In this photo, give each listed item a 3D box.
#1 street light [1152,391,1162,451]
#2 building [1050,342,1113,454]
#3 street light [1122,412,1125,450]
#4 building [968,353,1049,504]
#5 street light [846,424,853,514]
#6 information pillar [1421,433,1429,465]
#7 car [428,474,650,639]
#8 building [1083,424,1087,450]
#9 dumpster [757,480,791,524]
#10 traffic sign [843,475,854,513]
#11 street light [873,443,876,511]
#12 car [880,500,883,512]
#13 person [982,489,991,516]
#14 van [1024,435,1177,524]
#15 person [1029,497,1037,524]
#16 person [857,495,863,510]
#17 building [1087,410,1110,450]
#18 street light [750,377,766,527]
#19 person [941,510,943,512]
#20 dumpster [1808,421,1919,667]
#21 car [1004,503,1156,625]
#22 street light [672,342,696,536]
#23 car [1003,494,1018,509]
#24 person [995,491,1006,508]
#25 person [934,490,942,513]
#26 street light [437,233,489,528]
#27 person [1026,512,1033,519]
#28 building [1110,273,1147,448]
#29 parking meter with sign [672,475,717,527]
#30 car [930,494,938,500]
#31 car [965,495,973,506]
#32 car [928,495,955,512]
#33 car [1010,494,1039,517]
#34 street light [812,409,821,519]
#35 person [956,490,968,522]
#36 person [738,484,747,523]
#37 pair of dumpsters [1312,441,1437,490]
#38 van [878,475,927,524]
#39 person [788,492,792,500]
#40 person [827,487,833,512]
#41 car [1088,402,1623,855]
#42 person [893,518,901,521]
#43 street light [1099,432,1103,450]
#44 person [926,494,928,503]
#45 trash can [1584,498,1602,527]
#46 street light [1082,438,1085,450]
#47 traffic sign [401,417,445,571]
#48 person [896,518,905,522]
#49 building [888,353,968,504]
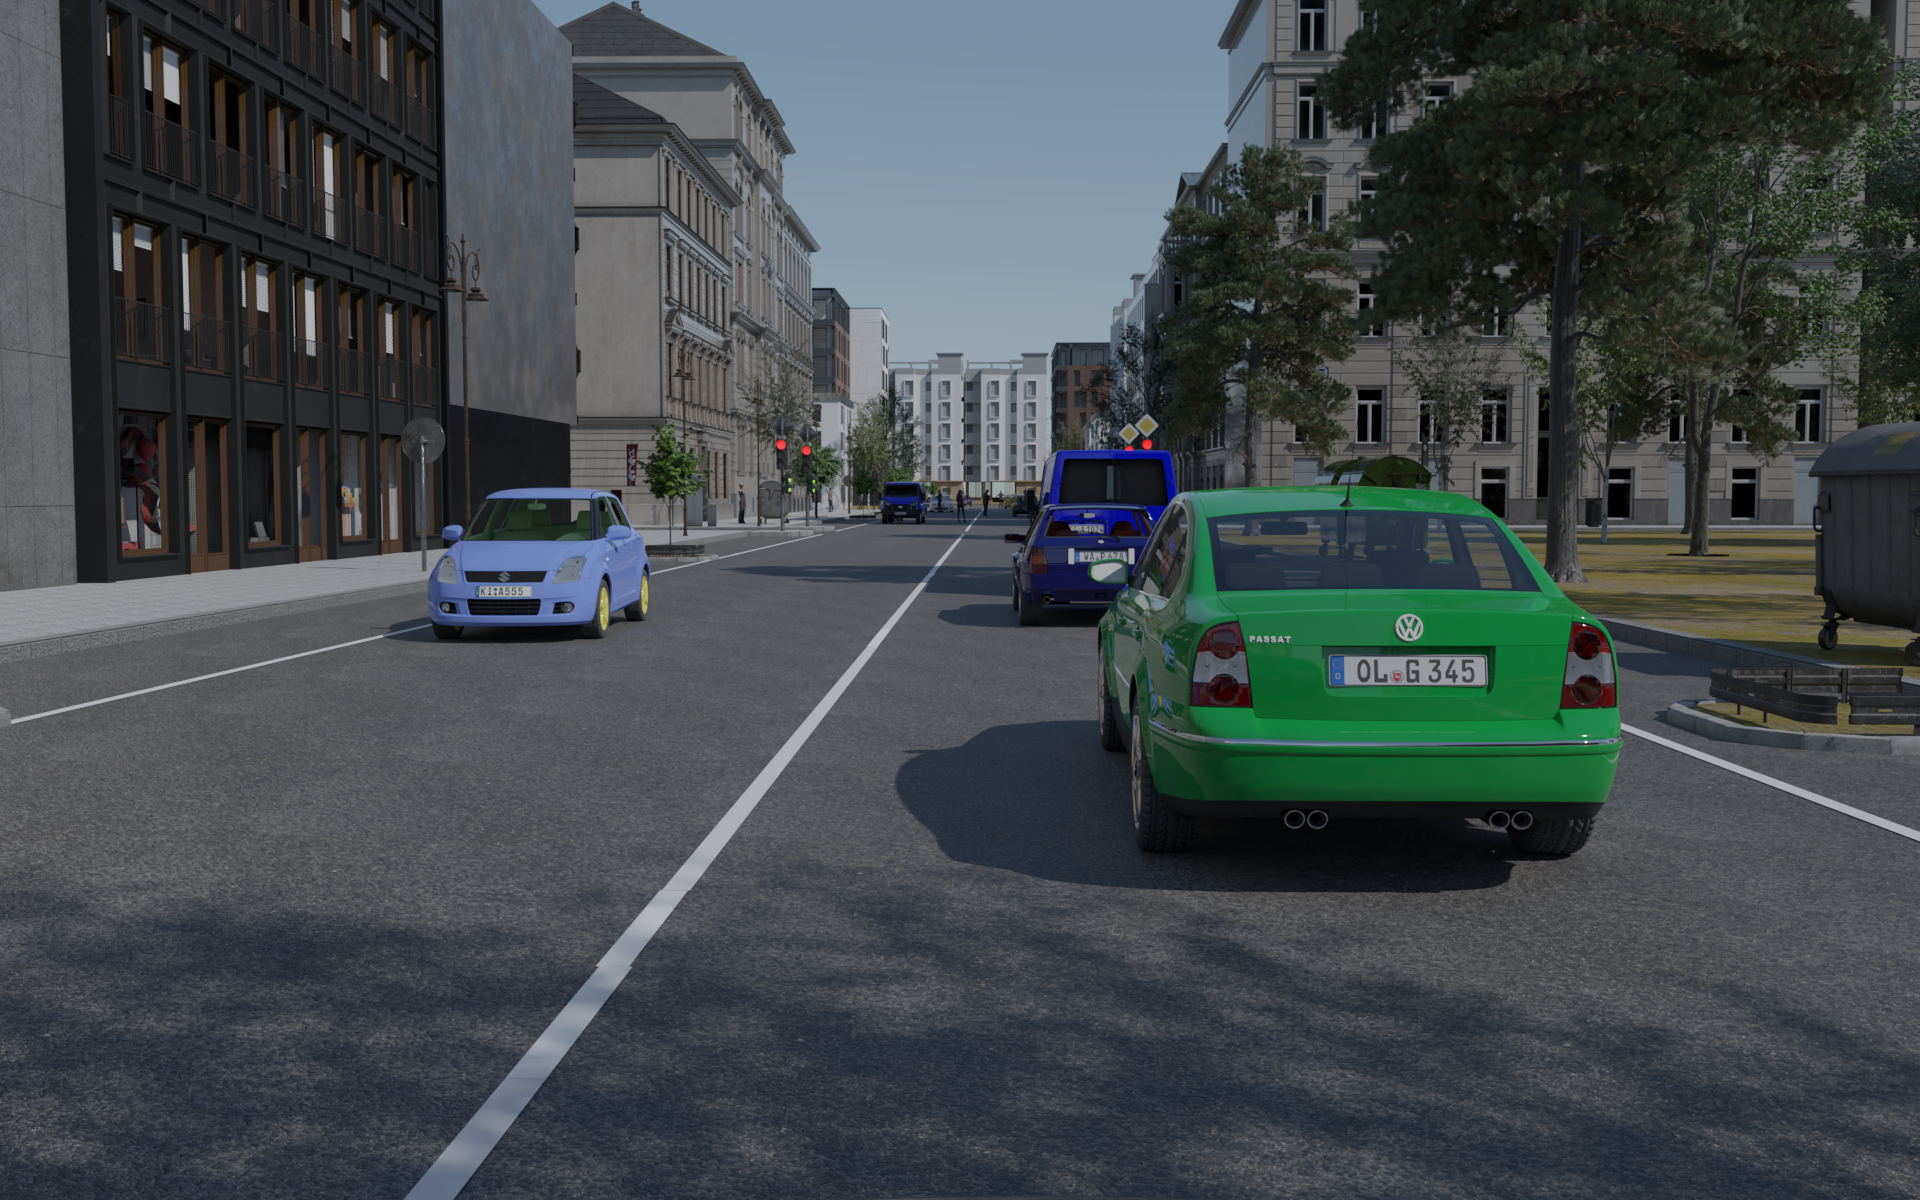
[{"bbox_3d":[8.774,-6.349,76.588,0.468,5.910,1.993,0,4,1],"label":"street light"},{"bbox_3d":[29.431,-24.427,243.349,32.646,21.610,27.936,0,4,1],"label":"building"},{"bbox_3d":[9.255,-7.674,98.254,0.468,5.910,1.993,0,4,1],"label":"street light"},{"bbox_3d":[6.259,-23.340,238.021,11.380,20.091,16.016,0,4,1],"label":"building"},{"bbox_3d":[-7.176,-8.534,112.315,0.468,5.910,1.993,0,4,1],"label":"street light"},{"bbox_3d":[17.882,-4.607,66.681,0.183,3.616,0.504,3,5,40],"label":"information pillar"},{"bbox_3d":[-4.364,-0.530,18.254,1.945,1.707,3.694,0,4,-1],"label":"car"},{"bbox_3d":[19.526,-15.895,202.031,9.099,9.664,28.070,0,4,1],"label":"building"},{"bbox_3d":[-7.971,-4.174,74.008,1.264,1.857,1.865,0,4,1],"label":"dumpster"},{"bbox_3d":[-7.451,-7.058,115.498,0.768,2.556,0.104,0,4,4],"label":"traffic sign"},{"bbox_3d":[-6.680,-9.890,134.486,0.468,5.910,1.993,0,4,1],"label":"street light"},{"bbox_3d":[-4.748,-7.043,123.942,1.959,1.807,4.718,0,4,0],"label":"car"},{"bbox_3d":[1.760,-6.411,114.011,0.565,1.739,0.600,3,4,37],"label":"person"},{"bbox_3d":[2.142,-1.345,26.379,2.240,2.365,5.245,0,4,1],"label":"van"},{"bbox_3d":[3.274,-4.108,77.876,0.499,1.552,0.429,0,4,7],"label":"person"},{"bbox_3d":[-8.041,-8.054,139.943,0.499,1.552,0.429,-3,5,-40],"label":"person"},{"bbox_3d":[18.321,-14.173,173.868,9.099,9.664,28.070,0,4,1],"label":"building"},{"bbox_3d":[-7.954,-5.843,68.314,0.468,5.910,1.993,0,4,1],"label":"street light"},{"bbox_3d":[-1.521,-7.827,139.707,0.421,1.427,0.697,-3,5,-45],"label":"person"},{"bbox_3d":[7.641,-0.473,13.500,1.264,1.857,1.865,0,4,1],"label":"dumpster"},{"bbox_3d":[1.501,-0.467,20.221,1.945,1.354,3.894,0,4,0],"label":"car"},{"bbox_3d":[-8.405,-4.895,52.825,0.468,5.910,1.993,0,4,1],"label":"street light"},{"bbox_3d":[5.179,-9.750,169.630,2.015,1.641,3.980,0,4,1],"label":"car"},{"bbox_3d":[4.249,-10.445,179.406,1.348,1.807,0.705,1,4,10],"label":"person"},{"bbox_3d":[-1.676,-7.558,132.527,0.568,1.767,0.683,1,4,9],"label":"person"},{"bbox_3d":[-8.822,-3.555,30.911,0.468,5.910,1.993,0,4,1],"label":"street light"},{"bbox_3d":[4.053,-5.526,100.319,0.593,1.643,0.415,1,4,21],"label":"person"},{"bbox_3d":[21.483,-18.188,153.791,16.016,20.091,11.380,0,4,1],"label":"building"},{"bbox_3d":[-10.433,-4.384,67.931,1.738,3.016,0.543,0,4,-8],"label":"parking meter with sign"},{"bbox_3d":[-2.751,-12.483,216.103,2.014,1.417,4.499,0,4,1],"label":"car"},{"bbox_3d":[0.547,-11.564,201.654,1.945,1.354,3.894,0,4,1],"label":"car"},{"bbox_3d":[-1.436,-7.598,136.585,2.083,1.381,4.827,0,4,0],"label":"car"},{"bbox_3d":[4.196,-6.140,110.167,2.009,1.686,4.222,0,4,0],"label":"car"},{"bbox_3d":[-7.511,-7.208,90.646,0.468,5.910,1.993,0,4,1],"label":"street light"},{"bbox_3d":[0.096,-4.737,87.424,0.593,1.643,0.415,0,4,-6],"label":"person"},{"bbox_3d":[-9.423,-4.189,75.343,0.445,1.727,0.742,-2,4,-23],"label":"person"},{"bbox_3d":[8.007,-1.909,33.702,1.574,2.255,4.436,0,4,1],"label":"pair of dumpsters"},{"bbox_3d":[-2.708,-4.885,84.254,2.240,2.365,5.245,0,4,2],"label":"van"},{"bbox_3d":[-10.159,-5.626,101.266,0.697,1.427,0.421,0,4,3],"label":"person"},{"bbox_3d":[-9.286,-7.087,122.440,0.750,1.759,0.617,3,4,39],"label":"person"},{"bbox_3d":[1.620,0.033,8.264,1.959,1.807,4.718,0,4,1],"label":"car"},{"bbox_3d":[-3.309,-4.931,90.997,0.647,1.594,0.662,3,5,44],"label":"person"},{"bbox_3d":[9.805,-8.999,119.919,0.468,5.910,1.993,0,4,1],"label":"street light"},{"bbox_3d":[-3.938,-10.990,188.724,0.750,1.759,0.617,-2,4,-26],"label":"person"},{"bbox_3d":[24.621,-3.404,67.306,0.748,1.137,0.748,0,3,0],"label":"trash can"},{"bbox_3d":[10.142,-10.371,142.348,0.468,5.910,1.993,0,4,1],"label":"street light"},{"bbox_3d":[-8.888,-1.746,28.659,0.768,2.556,0.104,1,4,9],"label":"traffic sign"},{"bbox_3d":[-3.214,-4.934,90.114,0.756,1.711,0.436,2,4,34],"label":"person"},{"bbox_3d":[-5.125,-23.335,237.951,11.380,20.091,16.016,0,4,1],"label":"building"}]
